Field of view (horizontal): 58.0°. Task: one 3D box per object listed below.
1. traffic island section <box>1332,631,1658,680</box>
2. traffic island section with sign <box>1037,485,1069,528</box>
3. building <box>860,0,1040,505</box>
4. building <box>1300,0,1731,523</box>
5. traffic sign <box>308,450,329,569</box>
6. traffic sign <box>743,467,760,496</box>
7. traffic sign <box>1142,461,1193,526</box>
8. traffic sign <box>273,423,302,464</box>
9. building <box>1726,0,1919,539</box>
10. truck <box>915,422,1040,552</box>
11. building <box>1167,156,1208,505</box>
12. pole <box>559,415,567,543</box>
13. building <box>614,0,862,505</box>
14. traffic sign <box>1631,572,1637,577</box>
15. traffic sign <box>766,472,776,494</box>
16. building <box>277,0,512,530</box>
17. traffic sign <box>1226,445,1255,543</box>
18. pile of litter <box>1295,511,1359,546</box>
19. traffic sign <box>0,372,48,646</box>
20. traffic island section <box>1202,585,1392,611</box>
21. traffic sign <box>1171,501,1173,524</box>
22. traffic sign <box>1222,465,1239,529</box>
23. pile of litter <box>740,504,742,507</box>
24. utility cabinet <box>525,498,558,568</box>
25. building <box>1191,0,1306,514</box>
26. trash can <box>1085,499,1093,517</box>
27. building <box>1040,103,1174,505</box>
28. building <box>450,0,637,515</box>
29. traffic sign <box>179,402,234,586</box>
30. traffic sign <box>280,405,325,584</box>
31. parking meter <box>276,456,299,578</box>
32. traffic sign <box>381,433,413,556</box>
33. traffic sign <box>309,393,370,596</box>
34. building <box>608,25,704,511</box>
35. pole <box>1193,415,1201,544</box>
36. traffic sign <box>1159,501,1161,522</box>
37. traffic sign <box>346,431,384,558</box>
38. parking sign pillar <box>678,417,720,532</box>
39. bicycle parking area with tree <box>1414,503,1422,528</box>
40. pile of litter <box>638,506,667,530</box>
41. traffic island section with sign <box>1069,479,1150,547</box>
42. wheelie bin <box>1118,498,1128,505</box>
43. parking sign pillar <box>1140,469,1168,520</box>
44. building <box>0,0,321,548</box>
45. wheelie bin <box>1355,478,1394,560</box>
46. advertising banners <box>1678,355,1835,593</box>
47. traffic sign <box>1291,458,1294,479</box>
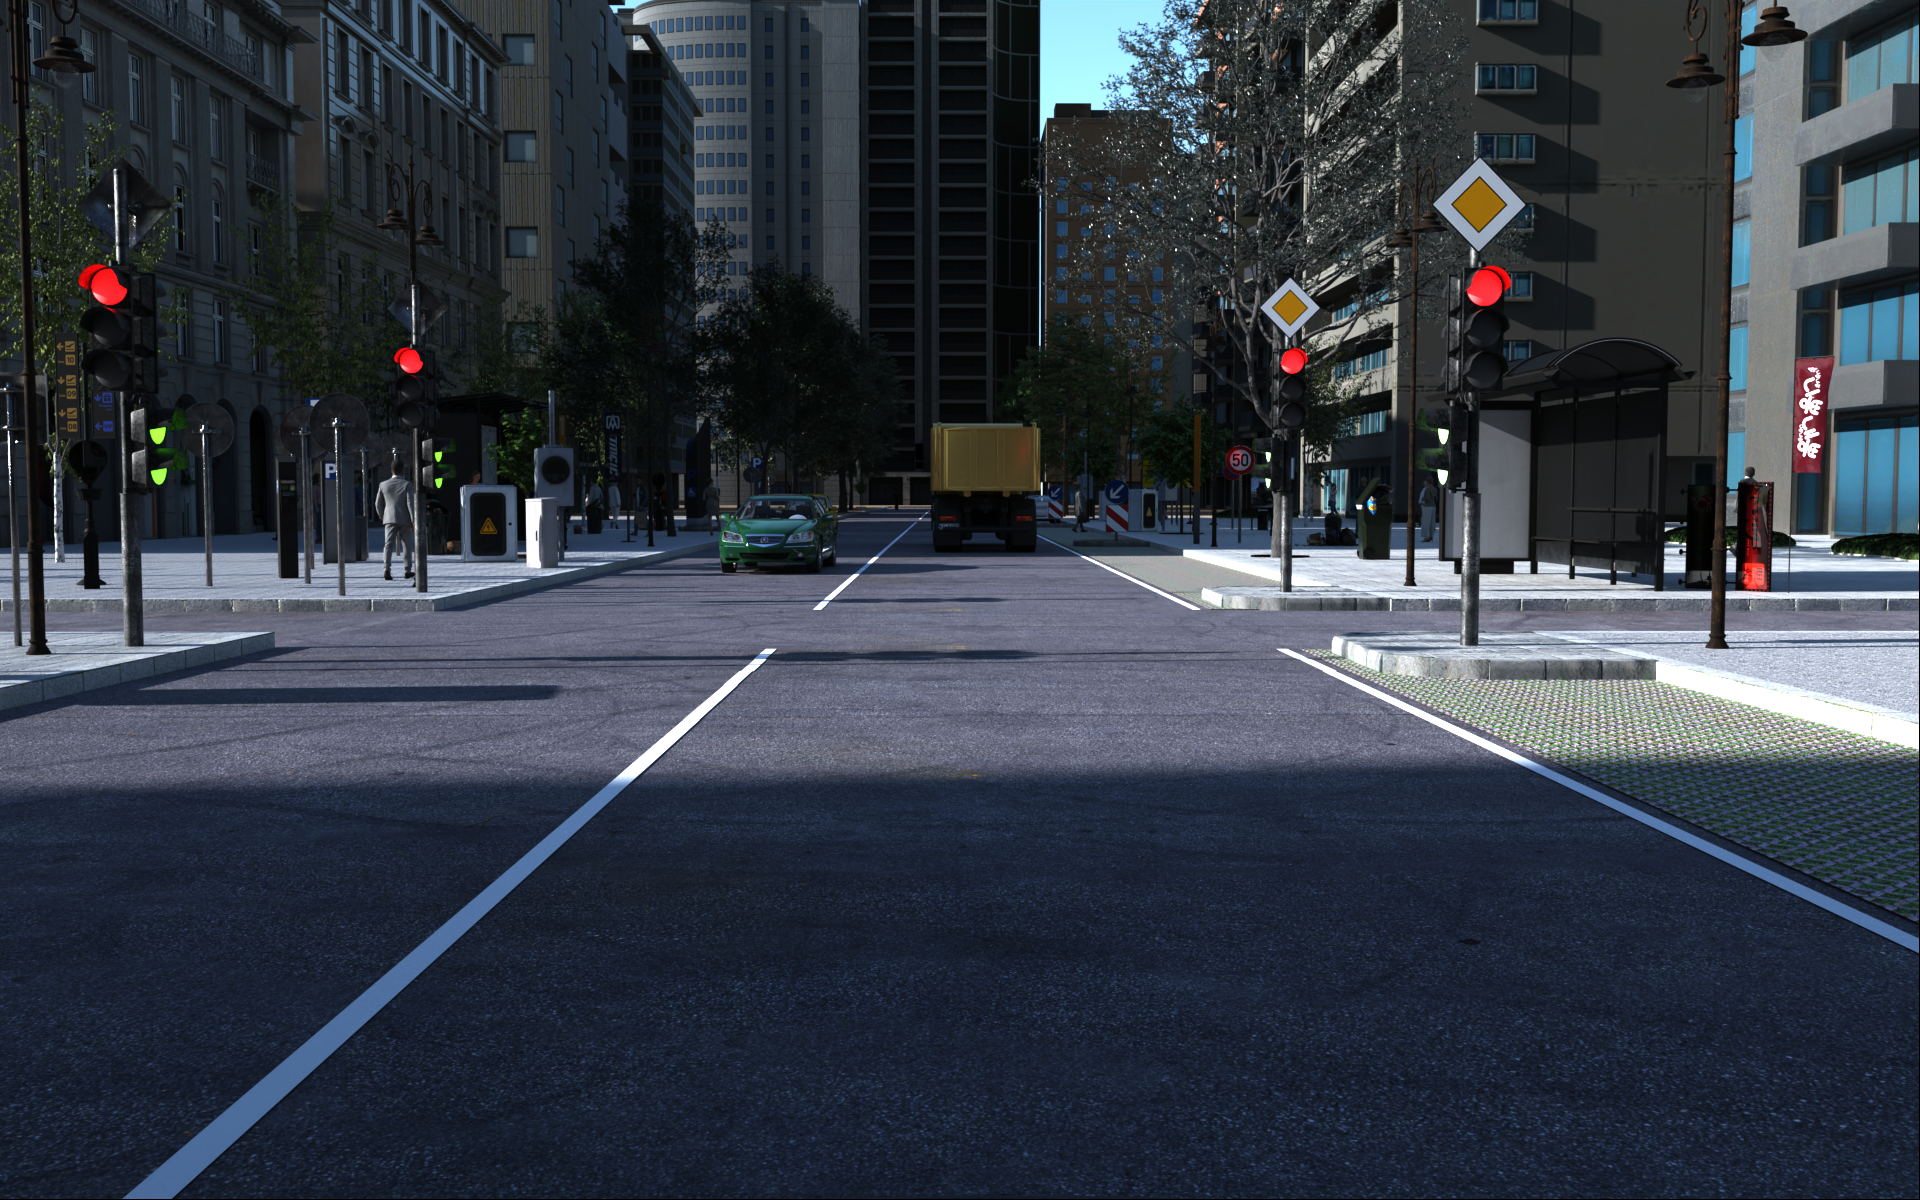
[{"bbox_3d":[4.346,0.463,14.708,2.009,0.180,2.903,0,4,0],"label":"traffic island section"},{"bbox_3d":[3.955,-4.031,74.528,1.989,1.847,2.006,0,4,0],"label":"traffic island section with sign"},{"bbox_3d":[-0.927,-46.824,203.828,20.611,71.187,20.563,0,4,0],"label":"building"},{"bbox_3d":[30.019,-28.303,86.462,21.300,48.544,21.600,0,4,0],"label":"building"},{"bbox_3d":[-11.074,-1.799,29.514,0.768,2.556,0.104,1,4,9],"label":"traffic sign"},{"bbox_3d":[-9.642,-4.886,79.991,0.768,2.556,0.104,0,4,2],"label":"traffic sign"},{"bbox_3d":[8.538,-4.689,70.530,2.265,3.308,0.079,0,4,6],"label":"traffic sign"},{"bbox_3d":[-11.175,-1.772,29.071,0.768,2.556,0.104,0,4,7],"label":"traffic sign"},{"bbox_3d":[38.812,-26.196,47.913,30.456,49.044,23.786,0,4,0],"label":"building"},{"bbox_3d":[0.524,-3.076,46.225,3.469,3.379,9.791,0,4,-1],"label":"truck"},{"bbox_3d":[30.909,-31.681,201.575,14.086,41.232,14.154,0,4,0],"label":"building"},{"bbox_3d":[-10.310,-3.127,44.965,0.158,3.312,0.155,0,3,0],"label":"pole"},{"bbox_3d":[-25.385,-40.491,204.028,28.212,58.520,21.231,0,4,0],"label":"building"},{"bbox_3d":[10.438,-1.629,26.738,0.768,2.556,0.104,1,4,9],"label":"traffic sign"},{"bbox_3d":[-10.721,-5.947,97.347,0.768,2.556,0.104,0,4,7],"label":"traffic sign"},{"bbox_3d":[-27.953,-16.840,72.603,12.463,27.353,25.104,0,4,0],"label":"building"},{"bbox_3d":[7.338,-2.769,45.387,0.768,2.556,0.104,0,4,7],"label":"traffic sign"},{"bbox_3d":[9.134,-1.779,43.049,1.719,0.858,1.176,0,4,3],"label":"pile of litter"},{"bbox_3d":[-7.946,-0.760,14.552,0.606,2.300,0.079,0,4,6],"label":"traffic sign"},{"bbox_3d":[4.292,-0.025,22.693,2.009,0.180,2.903,0,4,0],"label":"traffic island section"},{"bbox_3d":[8.974,-4.477,73.299,0.768,2.556,0.104,0,4,5],"label":"traffic sign"},{"bbox_3d":[10.007,-3.880,63.543,0.768,2.556,0.104,0,4,5],"label":"traffic sign"},{"bbox_3d":[-9.295,-3.806,76.186,1.176,0.858,1.719,0,4,-7],"label":"pile of litter"},{"bbox_3d":[-7.357,-1.179,30.433,0.306,1.237,1.020,-2,4,-29],"label":"utility cabinet"},{"bbox_3d":[31.251,-29.972,144.661,22.147,44.769,28.867,0,4,0],"label":"building"},{"bbox_3d":[7.201,-5.208,96.810,0.748,1.137,0.748,0,3,0],"label":"trash can"},{"bbox_3d":[16.762,-33.751,201.935,14.200,45.320,14.600,0,4,0],"label":"building"},{"bbox_3d":[-36.783,-31.918,111.103,28.713,52.752,27.495,0,4,0],"label":"building"},{"bbox_3d":[-10.436,-1.462,24.006,0.768,2.556,0.104,0,4,1],"label":"traffic sign"},{"bbox_3d":[-9.332,-1.505,24.705,0.768,2.556,0.104,0,4,6],"label":"traffic sign"},{"bbox_3d":[-10.272,-1.268,26.443,0.255,1.863,0.399,-2,4,-28],"label":"parking meter"},{"bbox_3d":[-11.682,-2.191,35.930,0.768,2.556,0.104,0,4,1],"label":"traffic sign"},{"bbox_3d":[-7.806,-1.327,21.801,0.768,2.556,0.104,0,4,1],"label":"traffic sign"},{"bbox_3d":[-34.448,-27.632,143.669,23.993,40.220,32.217,0,4,0],"label":"building"},{"bbox_3d":[6.097,-3.101,44.539,0.158,3.312,0.155,0,3,0],"label":"pole"},{"bbox_3d":[9.184,-4.859,79.548,0.768,2.556,0.104,0,4,7],"label":"traffic sign"},{"bbox_3d":[-11.876,-2.109,34.585,0.768,2.556,0.104,0,4,2],"label":"traffic sign"},{"bbox_3d":[-9.023,-4.360,59.765,1.447,3.967,1.447,1,4,13],"label":"parking sign pillar"},{"bbox_3d":[22.111,-4.863,66.510,8.231,4.147,9.016,3,5,45],"label":"bicycle parking area with tree"},{"bbox_3d":[-10.888,-2.926,61.802,1.176,0.858,1.719,-1,4,-19],"label":"pile of litter"},{"bbox_3d":[4.129,-2.382,47.573,1.989,1.847,2.006,0,4,0],"label":"traffic island section with sign"},{"bbox_3d":[6.051,-3.451,64.338,0.693,1.594,0.980,0,4,7],"label":"wheelie bin"},{"bbox_3d":[9.819,-6.070,87.717,1.447,3.967,1.447,1,4,17],"label":"parking sign pillar"},{"bbox_3d":[-28.478,-12.592,47.684,13.314,21.916,24.055,0,4,0],"label":"building"},{"bbox_3d":[8.166,-1.599,34.055,0.693,1.594,0.980,0,4,2],"label":"wheelie bin"},{"bbox_3d":[10.446,-1.626,22.781,0.090,3.025,2.074,-2,4,-34],"label":"advertising banners"},{"bbox_3d":[9.075,-2.848,48.688,0.606,2.300,0.079,1,4,9],"label":"traffic sign"}]
